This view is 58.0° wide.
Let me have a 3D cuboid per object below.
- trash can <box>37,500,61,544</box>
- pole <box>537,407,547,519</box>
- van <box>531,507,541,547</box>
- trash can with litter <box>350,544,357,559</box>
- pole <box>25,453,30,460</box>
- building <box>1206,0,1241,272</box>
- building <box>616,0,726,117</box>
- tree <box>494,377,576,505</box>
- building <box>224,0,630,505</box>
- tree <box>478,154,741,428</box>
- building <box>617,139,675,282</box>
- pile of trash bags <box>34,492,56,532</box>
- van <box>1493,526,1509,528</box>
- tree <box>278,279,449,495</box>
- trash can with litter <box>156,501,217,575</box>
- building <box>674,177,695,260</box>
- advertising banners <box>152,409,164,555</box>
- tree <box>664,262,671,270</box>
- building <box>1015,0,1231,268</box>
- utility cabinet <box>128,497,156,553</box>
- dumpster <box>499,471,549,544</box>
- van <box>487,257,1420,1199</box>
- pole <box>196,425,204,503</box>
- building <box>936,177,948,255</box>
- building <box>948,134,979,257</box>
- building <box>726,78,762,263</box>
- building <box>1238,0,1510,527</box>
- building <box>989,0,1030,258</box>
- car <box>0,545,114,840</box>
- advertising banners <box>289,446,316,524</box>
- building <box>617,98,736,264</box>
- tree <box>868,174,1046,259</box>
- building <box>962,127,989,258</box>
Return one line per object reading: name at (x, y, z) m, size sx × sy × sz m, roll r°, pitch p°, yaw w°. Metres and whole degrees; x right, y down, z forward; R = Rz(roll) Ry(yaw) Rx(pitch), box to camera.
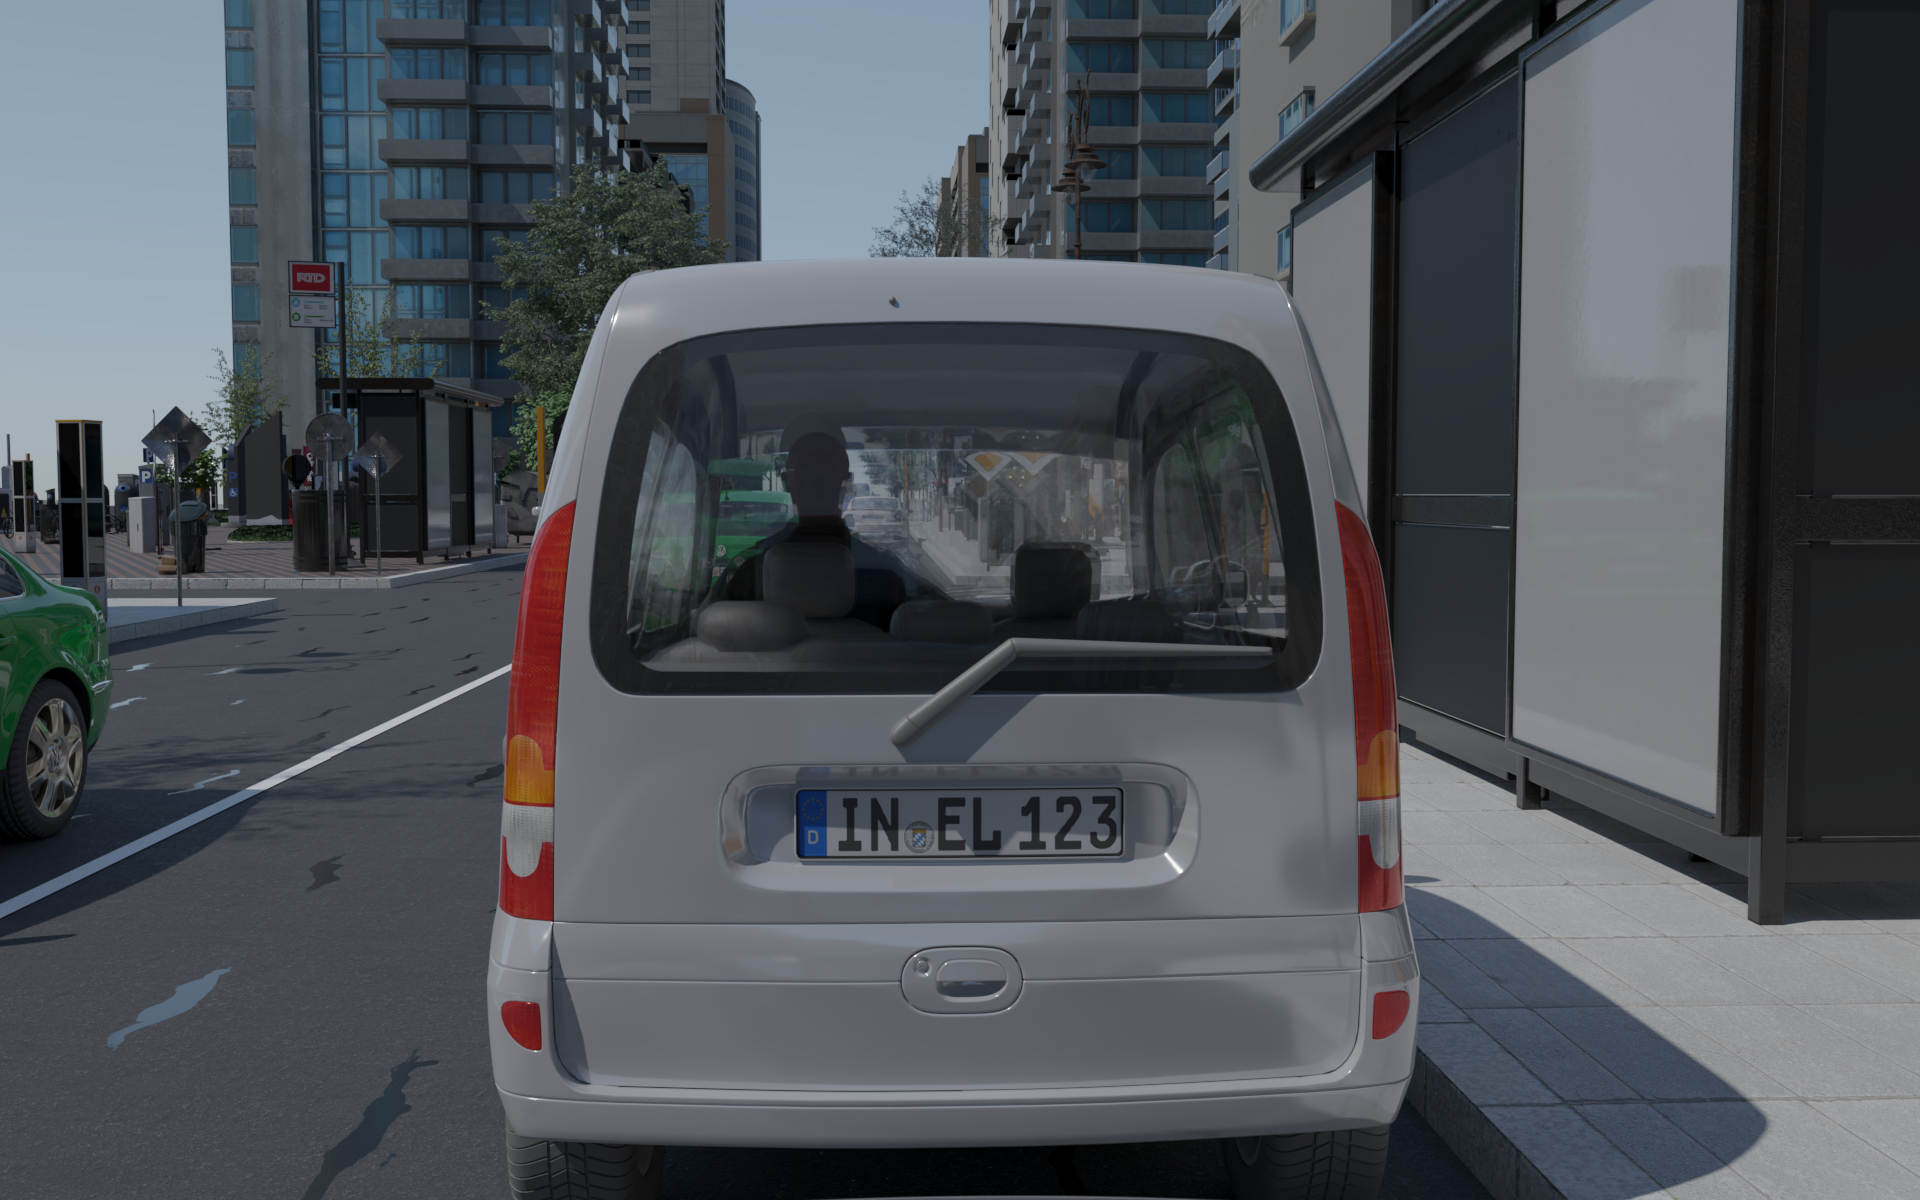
trash can at (-23.278, -2.007, 44.464) m, size 0.748 × 1.137 × 0.748 m, roll 0°, pitch 3°, yaw 0°
pole at (-9.829, -2.868, 40.736) m, size 0.158 × 3.312 × 0.155 m, roll 0°, pitch 3°, yaw 0°
van at (-5.951, -1.326, 28.690) m, size 2.013 × 2.044 × 4.112 m, roll 0°, pitch 4°, yaw -2°
trash can with litter at (-12.315, -1.380, 33.946) m, size 0.624 × 1.170 × 1.055 m, roll 0°, pitch 4°, yaw 8°
pole at (-46.542, -5.671, 86.560) m, size 0.158 × 3.312 × 0.155 m, roll 0°, pitch 3°, yaw 0°
building at (20.794, -47.229, 84.866) m, size 22.319 × 86.520 × 31.000 m, roll 0°, pitch 4°, yaw -3°
building at (-37.663, -47.641, 217.179) m, size 20.563 × 71.187 × 20.611 m, roll 0°, pitch 4°, yaw -3°
tree at (-11.033, -3.984, 48.855) m, size 4.285 × 4.588 × 4.351 m, roll 0°, pitch 3°, yaw 0°
building at (-34.571, -30.400, 116.655) m, size 23.786 × 49.044 × 30.456 m, roll 0°, pitch 4°, yaw -3°
tree at (-12.483, -9.637, 64.213) m, size 9.857 × 13.997 × 8.962 m, roll 0°, pitch 3°, yaw 0°
building at (-31.362, -22.564, 140.621) m, size 14.160 × 30.474 × 14.107 m, roll 0°, pitch 4°, yaw -3°
pile of trash bags at (-31.562, -3.074, 60.011) m, size 3.447 × 1.369 × 1.912 m, roll 3°, pitch 4°, yaw 36°
van at (9.298, -1.066, 24.436) m, size 4.112 × 2.044 × 2.013 m, roll 0°, pitch 4°, yaw -3°
tree at (-20.169, -6.708, 60.037) m, size 4.737 × 8.622 × 4.395 m, roll 0°, pitch 3°, yaw 0°
trash can with litter at (-12.501, -1.013, 27.948) m, size 0.624 × 1.170 × 1.055 m, roll 0°, pitch 4°, yaw 1°
building at (-31.336, -23.433, 154.831) m, size 14.160 × 30.474 × 14.107 m, roll 0°, pitch 4°, yaw -3°
advertising banners at (-16.985, -2.475, 36.657) m, size 0.090 × 3.025 × 2.074 m, roll -1°, pitch 4°, yaw -22°
tree at (-13.539, -10.216, 84.033) m, size 9.611 × 12.733 × 9.660 m, roll 0°, pitch 3°, yaw 0°
building at (15.840, -31.143, 128.792) m, size 23.786 × 49.044 × 30.456 m, roll 0°, pitch 4°, yaw -3°
utility cabinet at (-18.039, -1.653, 38.192) m, size 0.306 × 1.237 × 1.020 m, roll -3°, pitch 5°, yaw -40°
dumpster at (-11.047, -2.364, 44.415) m, size 1.264 × 1.857 × 1.865 m, roll 0°, pitch 4°, yaw -3°
van at (-0.082, 0.139, 4.740) m, size 2.013 × 2.044 × 4.112 m, roll 0°, pitch 4°, yaw -2°
pole at (-22.412, -3.497, 51.025) m, size 0.158 × 3.312 × 0.155 m, roll 0°, pitch 3°, yaw 0°
building at (7.583, -38.413, 251.761) m, size 21.300 × 48.544 × 21.600 m, roll 0°, pitch 4°, yaw -3°
building at (9.881, -37.080, 229.961) m, size 21.300 × 48.544 × 21.600 m, roll 0°, pitch 4°, yaw -3°
building at (-39.091, -42.815, 242.027) m, size 21.231 × 58.520 × 28.212 m, roll 0°, pitch 4°, yaw -3°
building at (18.919, -25.849, 46.326) m, size 21.600 × 48.544 × 21.300 m, roll 0°, pitch 4°, yaw -3°
building at (16.866, -34.784, 157.953) m, size 28.713 × 52.752 × 27.495 m, roll 0°, pitch 4°, yaw -3°
car at (-4.589, 0.182, 5.816) m, size 1.959 × 1.807 × 4.718 m, roll 0°, pitch 4°, yaw -3°
advertising banners at (-24.282, -4.068, 62.700) m, size 2.074 × 3.025 × 0.090 m, roll 0°, pitch 4°, yaw -5°
building at (-33.362, -33.628, 199.921) m, size 14.600 × 45.320 × 14.200 m, roll 0°, pitch 4°, yaw -3°
tree at (-0.265, -9.559, 66.668) m, size 12.009 × 13.543 × 11.850 m, roll 0°, pitch 3°, yaw 0°
building at (7.486, -34.365, 211.973) m, size 14.600 × 45.320 × 14.200 m, roll 0°, pitch 4°, yaw -3°
